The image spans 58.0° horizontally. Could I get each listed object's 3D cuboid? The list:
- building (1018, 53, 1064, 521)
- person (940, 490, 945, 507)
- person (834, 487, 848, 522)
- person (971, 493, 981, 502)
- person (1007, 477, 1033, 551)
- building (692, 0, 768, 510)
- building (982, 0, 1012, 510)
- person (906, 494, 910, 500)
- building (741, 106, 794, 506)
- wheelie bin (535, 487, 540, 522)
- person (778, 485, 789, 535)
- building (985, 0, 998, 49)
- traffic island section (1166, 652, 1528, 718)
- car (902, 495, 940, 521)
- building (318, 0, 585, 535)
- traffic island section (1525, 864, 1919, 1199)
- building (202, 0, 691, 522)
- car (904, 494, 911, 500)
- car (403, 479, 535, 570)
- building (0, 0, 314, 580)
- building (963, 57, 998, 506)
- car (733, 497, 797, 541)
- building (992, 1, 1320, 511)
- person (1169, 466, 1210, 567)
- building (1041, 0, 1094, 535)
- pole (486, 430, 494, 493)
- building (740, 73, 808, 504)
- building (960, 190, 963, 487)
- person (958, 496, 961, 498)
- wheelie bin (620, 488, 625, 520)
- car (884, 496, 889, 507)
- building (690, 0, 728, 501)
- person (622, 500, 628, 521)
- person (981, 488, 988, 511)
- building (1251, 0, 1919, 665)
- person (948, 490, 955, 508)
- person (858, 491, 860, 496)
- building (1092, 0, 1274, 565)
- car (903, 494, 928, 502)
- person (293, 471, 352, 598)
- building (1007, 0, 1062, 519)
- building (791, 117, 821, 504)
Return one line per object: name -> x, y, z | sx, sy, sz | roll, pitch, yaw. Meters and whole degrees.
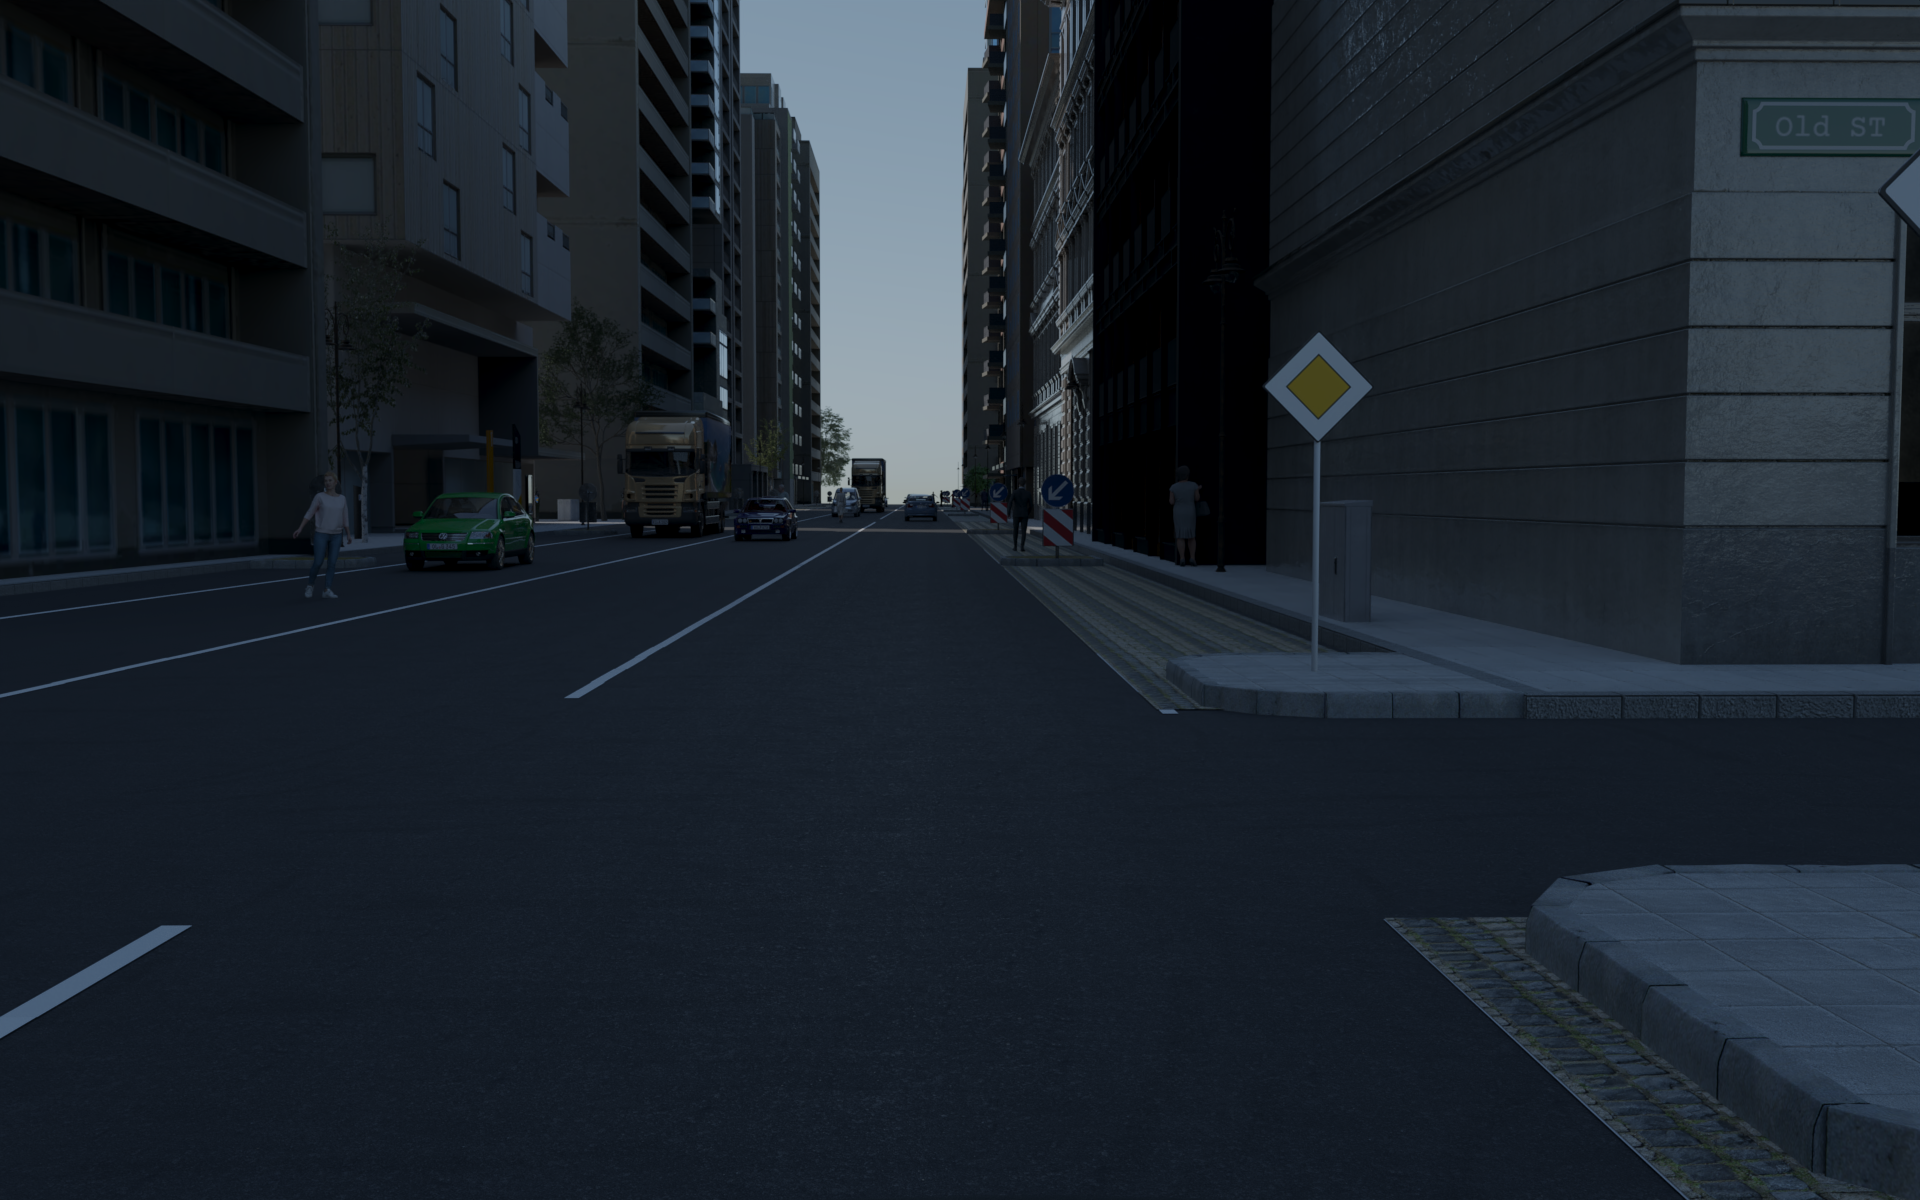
building -> 8.956, -14.745, 77.238 | 11.583, 22.565, 21.152 | 0, 4, -1
person -> -1.992, -11.024, 188.375 | 0.705, 1.869, 1.348 | 1, 4, 18
person -> -6.008, -4.782, 87.035 | 0.694, 1.780, 0.624 | 1, 4, 18
person -> 1.642, -10.504, 178.302 | 1.217, 1.766, 0.721 | 1, 4, 18
person -> 1.487, -2.131, 43.120 | 0.659, 1.850, 0.755 | 0, 4, -1
building -> -27.355, -43.459, 148.812 | 20.563, 71.187, 20.611 | 0, 4, -1
building -> 13.161, -30.185, 148.150 | 22.147, 44.769, 28.867 | 0, 4, -1
person -> -4.139, -7.980, 142.168 | 0.628, 1.438, 0.799 | -2, 4, -33
building -> -24.735, -30.237, 177.975 | 14.154, 41.232, 14.086 | 0, 4, -1
wheelie bin -> -19.873, -4.420, 80.177 | 0.980, 1.594, 0.693 | 1, 4, 17
person -> -6.300, -3.201, 61.328 | 0.782, 1.767, 0.515 | 3, 5, 39
building -> 12.062, -55.211, 215.375 | 22.319, 86.520, 31.000 | 0, 4, -1
traffic island section -> 2.606, 0.597, 12.520 | 2.009, 0.180, 2.903 | 0, 4, -1
car -> -2.087, -4.940, 92.768 | 2.014, 1.417, 4.499 | 0, 4, -1
building -> -29.758, -28.905, 61.834 | 28.713, 52.752, 27.495 | 0, 4, -1
traffic island section -> 2.773, 1.085, 4.536 | 2.009, 0.180, 2.903 | 0, 4, -1
building -> -27.206, -28.971, 97.376 | 21.300, 48.544, 21.600 | 0, 4, -1
car -> -5.183, -11.204, 191.983 | 1.959, 1.807, 4.718 | 0, 4, -3
car -> -9.578, -1.542, 34.001 | 1.959, 1.807, 4.718 | 0, 4, -2
building -> -24.064, -24.564, 25.317 | 21.300, 48.544, 21.600 | 0, 4, -1
building -> 11.224, -34.624, 189.799 | 21.300, 48.544, 21.600 | 0, 4, -1
car -> -6.055, -2.542, 54.148 | 1.945, 1.354, 3.894 | 0, 4, -1
building -> 14.456, -30.509, 118.434 | 23.786, 49.044, 30.456 | 0, 4, -1
person -> 4.064, -1.483, 30.646 | 0.716, 1.782, 0.532 | 1, 4, 8
building -> 8.810, -13.934, 56.696 | 11.050, 23.489, 19.941 | 0, 4, -1
pole -> -15.035, -3.768, 55.447 | 0.158, 3.312, 0.155 | 0, 3, 0
building -> -30.085, -35.489, 199.859 | 23.786, 49.044, 30.456 | 0, 4, -1
building -> 7.288, -36.026, 239.133 | 14.600, 45.320, 14.200 | 0, 4, -1
person -> 0.185, -12.663, 216.264 | 0.799, 1.438, 0.628 | -2, 4, -26
wheelie bin -> -16.468, -4.782, 86.093 | 0.980, 1.594, 0.693 | 2, 4, 35
car -> -8.786, -10.870, 189.724 | 2.014, 1.417, 4.499 | 0, 4, -2
building -> -27.698, -49.535, 122.574 | 22.319, 86.520, 31.000 | 0, 4, -1
person -> -15.750, -4.337, 81.628 | 0.362, 1.253, 0.373 | -1, 4, -9
person -> 1.844, -7.523, 129.963 | 0.541, 1.710, 0.530 | 1, 4, 16
building -> 26.672, -14.923, 20.407 | 44.131, 29.872, 17.030 | 0, 4, -1
person -> -0.738, -10.444, 179.194 | 0.705, 1.831, 1.348 | -3, 4, -38
person -> -6.794, -6.449, 115.418 | 0.415, 1.643, 0.593 | -3, 5, -39
building -> 9.878, -12.766, 38.410 | 12.332, 23.373, 15.834 | 0, 4, -1
car -> -2.706, -6.352, 115.657 | 2.131, 1.459, 4.920 | 0, 4, -2
person -> -8.823, -0.896, 23.818 | 0.598, 1.740, 0.731 | 3, 5, 39
building -> 9.843, -27.252, 95.682 | 14.600, 45.320, 14.200 | 0, 4, -1
building -> -29.492, -36.830, 225.872 | 21.300, 48.544, 21.600 | 0, 4, -1
